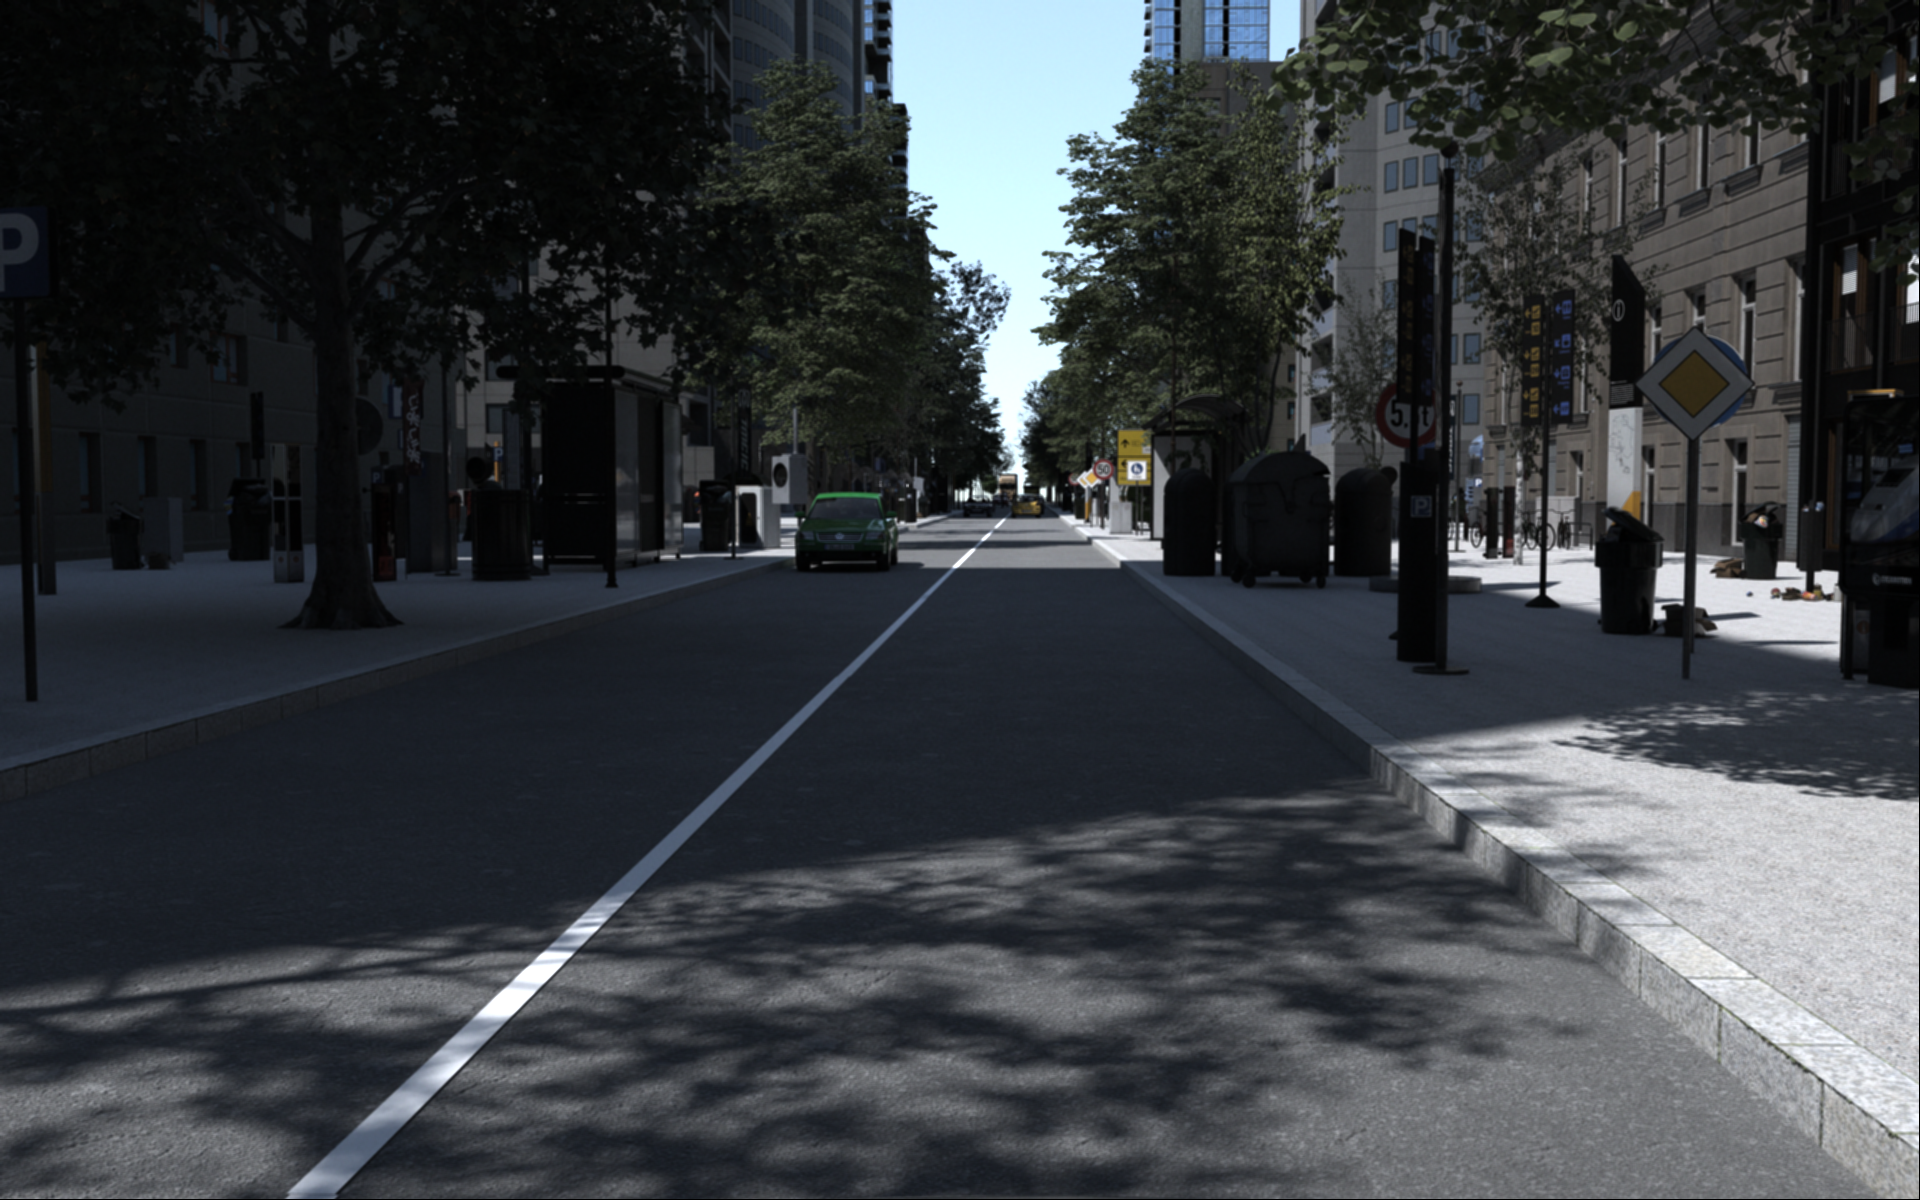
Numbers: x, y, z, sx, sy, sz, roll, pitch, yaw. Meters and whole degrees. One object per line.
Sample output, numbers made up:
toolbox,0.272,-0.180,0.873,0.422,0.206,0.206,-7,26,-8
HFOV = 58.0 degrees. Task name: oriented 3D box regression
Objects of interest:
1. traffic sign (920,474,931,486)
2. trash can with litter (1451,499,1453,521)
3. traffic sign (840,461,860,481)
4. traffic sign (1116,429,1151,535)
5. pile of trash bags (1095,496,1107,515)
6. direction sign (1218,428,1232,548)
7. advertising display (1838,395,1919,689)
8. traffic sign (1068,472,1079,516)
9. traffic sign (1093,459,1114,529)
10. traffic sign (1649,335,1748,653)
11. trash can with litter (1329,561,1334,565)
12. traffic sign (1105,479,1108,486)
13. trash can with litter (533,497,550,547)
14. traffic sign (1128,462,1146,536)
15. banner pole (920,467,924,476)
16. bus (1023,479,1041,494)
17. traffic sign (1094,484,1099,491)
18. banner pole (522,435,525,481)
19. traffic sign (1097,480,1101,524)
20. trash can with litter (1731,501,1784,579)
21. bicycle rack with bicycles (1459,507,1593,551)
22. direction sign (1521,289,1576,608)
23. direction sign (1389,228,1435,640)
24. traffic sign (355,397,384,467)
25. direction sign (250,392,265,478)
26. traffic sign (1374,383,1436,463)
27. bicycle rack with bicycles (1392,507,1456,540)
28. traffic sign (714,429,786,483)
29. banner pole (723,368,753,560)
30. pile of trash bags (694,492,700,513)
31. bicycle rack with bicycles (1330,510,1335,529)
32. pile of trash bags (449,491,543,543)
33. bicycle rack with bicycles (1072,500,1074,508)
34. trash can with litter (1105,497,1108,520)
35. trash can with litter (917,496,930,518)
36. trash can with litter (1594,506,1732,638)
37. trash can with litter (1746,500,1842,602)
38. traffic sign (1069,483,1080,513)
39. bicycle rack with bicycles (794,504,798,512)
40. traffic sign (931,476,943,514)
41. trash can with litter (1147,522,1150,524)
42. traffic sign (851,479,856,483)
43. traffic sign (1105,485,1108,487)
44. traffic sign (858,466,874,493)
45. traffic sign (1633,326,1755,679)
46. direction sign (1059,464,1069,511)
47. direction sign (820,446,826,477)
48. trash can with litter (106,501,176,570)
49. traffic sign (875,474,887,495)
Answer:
traffic sign,-2.241,-6.692,109.522,0.768,2.556,0.104,0,4,7
trash can with litter,23.486,-4.286,81.465,1.055,1.170,0.624,-3,5,-44
traffic sign,-4.234,-4.075,66.730,0.768,2.556,0.104,0,4,6
traffic sign,6.001,-3.675,53.957,2.265,3.308,0.079,0,4,3
pile of trash bags,8.643,-5.969,107.338,3.447,1.369,1.912,3,5,44
direction sign,6.280,-3.014,41.276,0.379,3.537,0.876,-1,4,-14
advertising display,6.239,-0.385,11.516,0.123,1.923,0.974,-1,4,-12
traffic sign,6.777,-6.238,102.101,0.768,2.556,0.104,1,4,9
traffic sign,5.193,-3.827,62.684,0.768,2.556,0.104,1,4,9
traffic sign,5.886,-0.844,13.912,0.768,2.556,0.104,1,4,10
trash can with litter,6.481,-1.236,31.265,2.233,1.210,1.678,-2,4,-27
traffic sign,10.028,-7.060,115.532,0.768,2.556,0.104,1,4,9
trash can with litter,-10.427,-1.925,42.523,2.233,1.210,1.678,3,4,36
traffic sign,5.465,-3.141,53.490,0.606,2.300,0.079,1,4,12
banner pole,-3.232,-9.615,147.214,0.401,3.779,0.863,2,4,27
bus,11.550,-17.564,278.724,2.896,3.916,12.252,0,4,2
traffic sign,9.585,-7.500,122.726,0.768,2.556,0.104,0,4,8
banner pole,-13.833,-3.989,55.236,0.401,3.779,0.863,0,4,6
traffic sign,5.799,-4.336,73.030,0.606,2.300,0.079,0,4,6
trash can with litter,11.861,-0.905,26.184,0.624,1.170,1.055,-2,4,-31
bicycle rack with bicycles,13.369,-1.638,40.167,2.852,0.926,2.925,0,4,1
direction sign,6.627,-1.688,19.597,0.379,3.537,0.876,-1,4,-19
direction sign,3.987,-1.419,15.205,0.379,3.537,0.876,2,4,33
traffic sign,-7.961,-1.390,22.834,0.768,2.556,0.104,1,4,10
direction sign,-15.669,-2.856,38.690,0.379,3.537,0.876,-3,4,-37
traffic sign,4.995,-1.176,19.328,0.768,2.556,0.104,0,4,4
bicycle rack with bicycles,13.067,-2.128,48.168,2.852,0.926,2.925,1,4,19
traffic sign,-6.537,-3.674,53.935,2.265,3.308,0.079,0,4,4
banner pole,-4.346,-2.703,34.205,0.401,3.779,0.863,2,4,29
pile of trash bags,-12.439,-4.335,80.637,3.447,1.369,1.912,3,4,36
bicycle rack with bicycles,12.889,-3.019,62.739,2.925,0.926,2.852,2,4,25
pile of trash bags,-12.777,-2.287,47.146,1.912,1.369,3.447,2,4,30
bicycle rack with bicycles,10.460,-7.982,143.894,2.925,0.926,2.852,1,4,18
trash can with litter,7.495,-4.407,83.443,1.055,1.170,0.624,-1,4,-19
trash can with litter,-1.978,-4.913,91.708,0.624,1.170,1.055,1,4,11
trash can with litter,6.367,-0.272,15.830,1.055,1.170,0.624,3,5,41
trash can with litter,10.653,-0.632,21.392,1.678,1.210,2.233,2,4,29
traffic sign,7.599,-7.060,115.431,0.884,2.594,0.081,1,4,10
bicycle rack with bicycles,-11.042,-6.799,124.552,2.925,0.926,2.852,1,4,23
traffic sign,-1.504,-6.781,112.049,0.795,2.450,0.064,1,4,12
trash can with litter,8.347,-3.803,73.567,0.624,1.170,1.055,-2,4,-32
traffic sign,-5.115,-4.884,79.965,0.768,2.556,0.104,1,4,8
traffic sign,10.740,-7.512,122.819,0.884,2.594,0.081,0,4,7
traffic sign,-4.321,-4.835,79.152,0.768,2.556,0.104,1,4,11
traffic sign,5.049,-0.660,11.984,0.795,2.450,0.064,1,4,8
direction sign,7.751,-8.362,128.722,0.876,3.537,0.379,-2,4,-31
direction sign,-6.193,-5.458,81.242,0.876,3.537,0.379,-2,4,-35
trash can with litter,-13.946,-1.109,29.517,1.055,1.170,0.624,-1,4,-10
traffic sign,-4.076,-5.339,89.425,0.606,2.300,0.079,0,4,5
